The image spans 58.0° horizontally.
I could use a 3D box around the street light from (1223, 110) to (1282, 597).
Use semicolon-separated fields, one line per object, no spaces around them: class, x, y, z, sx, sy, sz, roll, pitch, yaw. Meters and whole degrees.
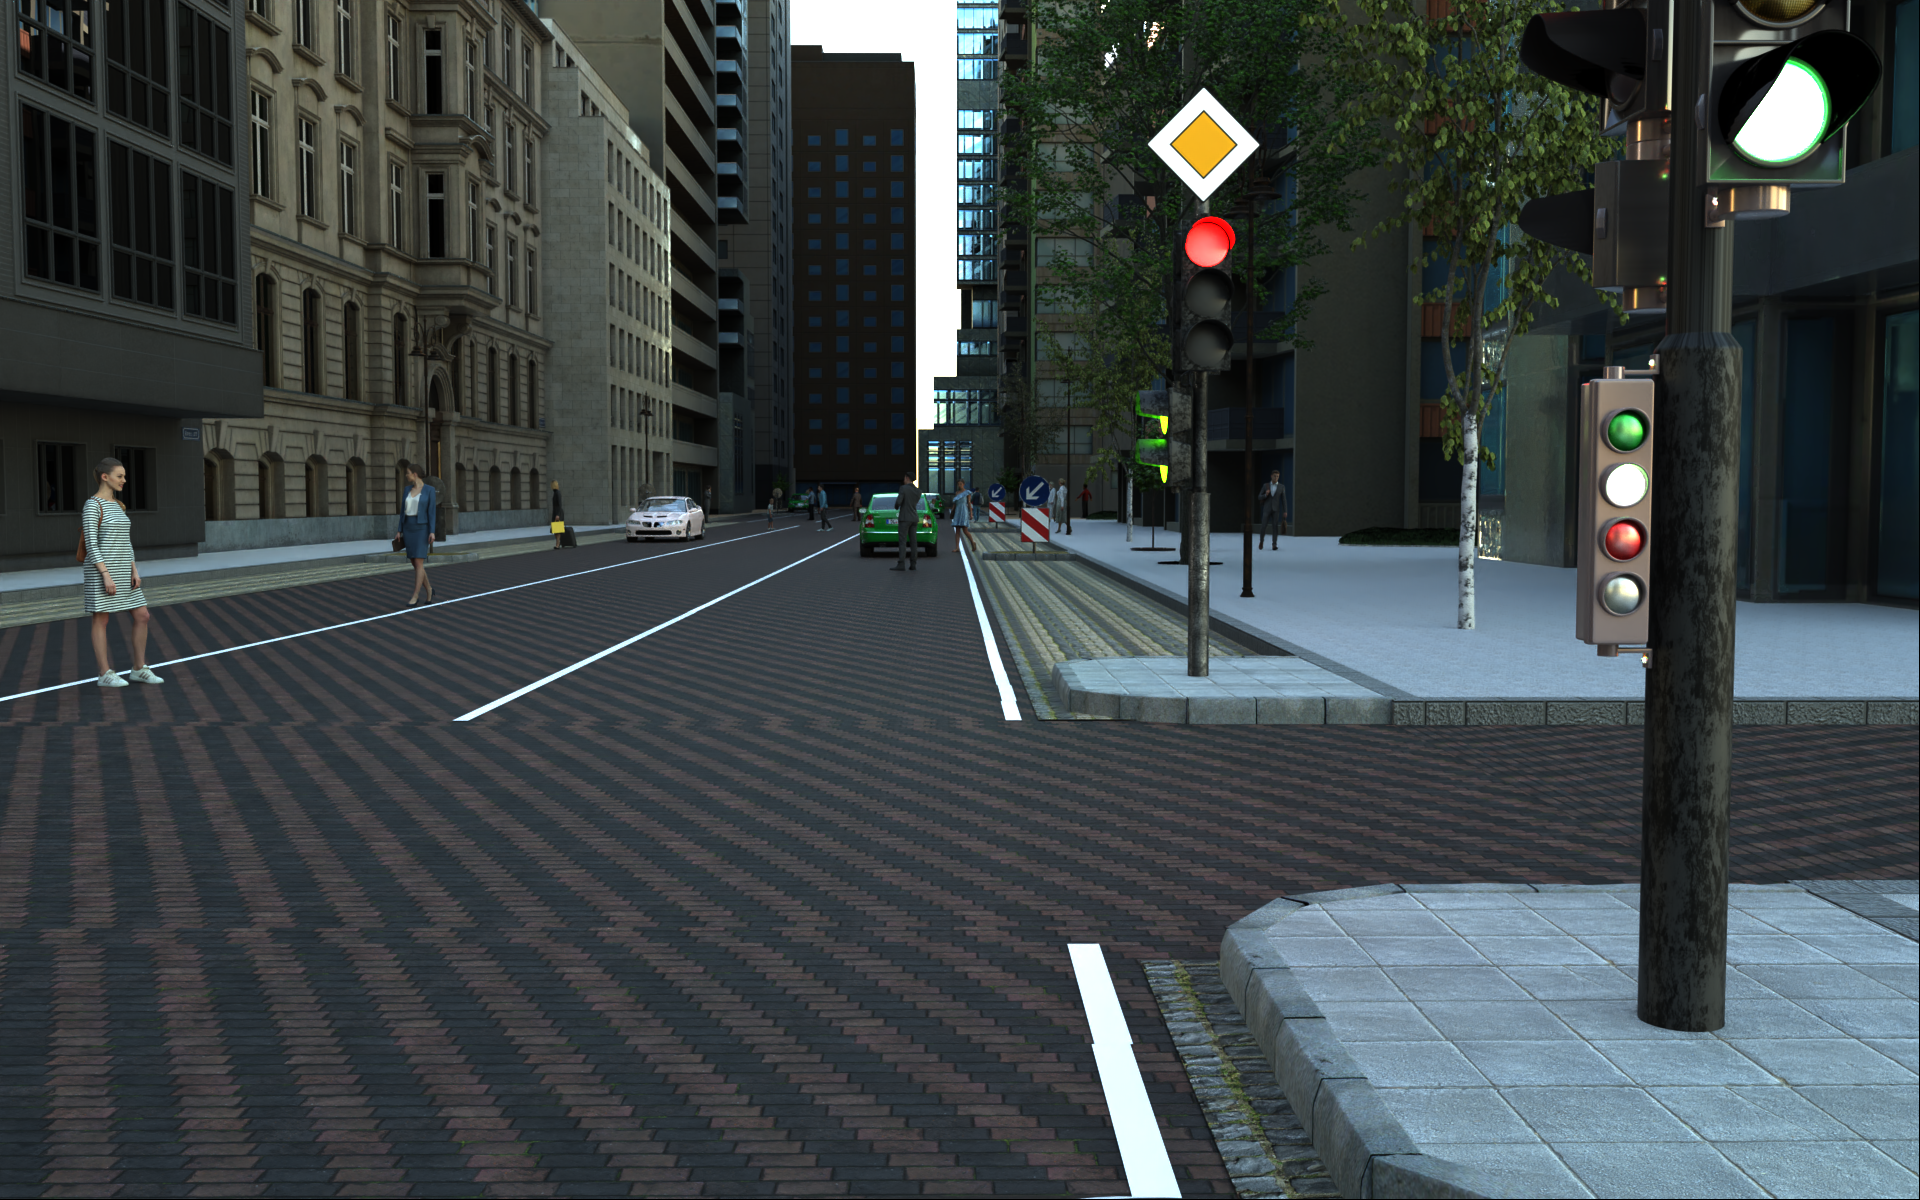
street light;3.583;-2.974;21.418;0.468;5.910;1.993;0;4;0

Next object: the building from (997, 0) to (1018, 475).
building;17.024;-34.239;149.052;28.713;52.752;27.495;0;4;0

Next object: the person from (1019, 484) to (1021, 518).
person;3.360;-5.343;93.394;0.705;1.826;1.348;-1;4;-11

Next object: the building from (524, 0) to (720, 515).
building;-25.678;-28.957;97.154;21.300;48.544;21.600;0;4;0

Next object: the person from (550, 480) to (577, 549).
person;-10.416;-2.242;45.370;0.699;1.804;1.509;1;4;13

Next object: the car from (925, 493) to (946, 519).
car;-1.822;-5.735;102.563;1.959;1.807;4.718;0;4;-1

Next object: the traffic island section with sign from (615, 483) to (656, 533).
traffic island section with sign;-11.566;-3.381;63.904;1.989;1.847;2.006;0;4;0

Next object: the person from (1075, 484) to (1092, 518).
person;6.556;-5.204;91.091;0.705;1.831;1.348;3;5;42

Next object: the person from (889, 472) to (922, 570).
person;-1.045;-1.490;32.668;0.655;1.846;0.447;-3;5;-44

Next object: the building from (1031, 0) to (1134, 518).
building;11.047;-25.454;99.764;14.154;41.232;14.086;0;4;0

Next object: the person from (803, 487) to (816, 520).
person;-8.191;-5.294;95.040;0.705;1.826;1.348;1;4;22

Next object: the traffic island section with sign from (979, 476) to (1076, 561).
traffic island section with sign;1.487;-1.786;37.824;1.989;1.847;2.006;0;4;0

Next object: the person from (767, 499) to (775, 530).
person;-7.538;-3.421;69.125;0.332;1.250;0.352;-3;5;-43

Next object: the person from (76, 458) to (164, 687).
person;-6.324;-0.208;12.909;0.522;1.701;0.512;0;4;6

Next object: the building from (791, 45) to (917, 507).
building;-11.585;-32.194;176.483;14.200;45.320;14.600;0;4;0

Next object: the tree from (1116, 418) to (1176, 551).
tree;4.400;-2.727;39.193;1.663;3.219;1.824;0;3;0

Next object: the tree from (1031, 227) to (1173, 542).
tree;4.378;-5.890;46.657;4.737;8.622;4.395;0;3;0

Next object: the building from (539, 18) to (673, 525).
building;-19.579;-13.674;78.324;10.420;20.320;16.860;0;4;0

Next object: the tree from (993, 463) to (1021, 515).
tree;2.942;-6.847;106.550;1.663;3.219;1.824;0;3;0

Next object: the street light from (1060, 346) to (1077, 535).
street light;3.410;-4.986;54.309;0.468;5.910;1.993;0;4;0

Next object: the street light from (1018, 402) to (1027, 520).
street light;3.117;-6.970;86.754;0.468;5.910;1.993;0;4;0

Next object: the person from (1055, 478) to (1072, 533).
person;3.388;-3.078;56.595;0.641;1.798;0.478;3;5;40

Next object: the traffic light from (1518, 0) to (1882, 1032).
traffic light;-0.359;-1.792;3.973;4.771;5.953;1.251;0;4;0

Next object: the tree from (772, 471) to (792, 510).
tree;-14.851;-9.070;142.896;1.663;3.219;1.824;0;3;0

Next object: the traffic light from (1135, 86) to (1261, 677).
traffic light;1.663;-1.419;12.117;0.839;4.253;0.868;0;4;0

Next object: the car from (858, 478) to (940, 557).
car;-1.444;-1.971;41.024;1.959;1.807;4.718;0;4;-2

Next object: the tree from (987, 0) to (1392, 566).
tree;4.046;-6.454;31.278;9.928;11.665;9.643;0;3;0

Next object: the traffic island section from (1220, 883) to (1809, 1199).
traffic island section;1.772;1.103;4.247;2.009;0.180;2.903;0;4;0

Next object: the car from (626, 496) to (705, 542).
car;-9.019;-2.503;53.289;2.083;1.381;4.827;0;4;0

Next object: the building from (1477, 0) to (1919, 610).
building;23.262;-24.713;23.673;30.456;49.044;23.786;0;4;0

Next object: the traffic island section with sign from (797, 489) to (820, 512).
traffic island section with sign;-12.231;-8.120;141.391;1.989;1.847;2.006;0;4;0

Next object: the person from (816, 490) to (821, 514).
person;-9.903;-6.943;122.804;0.721;1.735;1.217;0;4;-2

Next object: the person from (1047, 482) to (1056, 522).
person;4.120;-4.377;77.485;0.514;1.842;0.818;3;4;38

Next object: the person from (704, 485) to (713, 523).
person;-12.200;-4.632;84.032;0.447;1.846;0.655;-1;4;-16

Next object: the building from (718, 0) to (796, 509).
building;-25.834;-43.665;152.178;20.611;71.187;20.563;0;4;0

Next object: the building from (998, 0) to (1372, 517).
building;13.950;-28.533;121.140;22.147;44.769;28.867;0;4;0

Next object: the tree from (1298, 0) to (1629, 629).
tree;5.062;-4.032;16.292;4.737;8.622;4.395;0;3;0

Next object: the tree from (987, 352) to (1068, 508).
tree;3.629;-8.589;90.797;4.360;8.622;3.978;0;3;0

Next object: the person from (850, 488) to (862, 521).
person;-5.545;-5.079;92.098;0.434;1.755;0.990;3;5;39

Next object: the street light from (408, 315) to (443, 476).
street light;-13.820;-4.411;44.904;0.468;5.910;1.993;0;4;0

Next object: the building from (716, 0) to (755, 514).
building;-25.678;-49.546;122.748;22.319;86.520;31.000;0;4;0

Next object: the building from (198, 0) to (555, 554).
building;-21.651;-14.272;52.429;14.460;24.649;34.723;0;4;0

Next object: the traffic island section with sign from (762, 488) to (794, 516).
traffic island section with sign;-11.994;-6.452;114.113;1.989;1.847;2.006;0;4;0

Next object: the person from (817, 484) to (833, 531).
person;-5.222;-3.571;66.900;0.620;1.820;0.660;-1;4;-10

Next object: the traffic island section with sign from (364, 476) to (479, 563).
traffic island section with sign;-11.334;-1.719;36.728;1.989;1.847;2.006;0;4;0

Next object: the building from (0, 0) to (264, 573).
building;-20.889;-14.028;22.873;14.314;27.812;24.014;0;4;0

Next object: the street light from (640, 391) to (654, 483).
street light;-14.015;-6.406;77.520;0.468;5.910;1.993;0;4;0

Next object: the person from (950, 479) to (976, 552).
person;0.042;-2.090;42.770;0.616;1.811;0.778;3;5;44

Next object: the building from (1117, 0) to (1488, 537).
building;16.838;-25.069;64.498;22.147;44.769;28.867;0;4;0

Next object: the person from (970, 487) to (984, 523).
person;0.829;-4.658;84.998;0.623;1.781;0.721;-2;4;-35

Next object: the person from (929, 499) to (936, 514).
person;-1.141;-3.490;70.246;0.352;1.250;0.332;0;4;3

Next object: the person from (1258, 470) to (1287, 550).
person;7.160;-2.061;39.697;0.622;1.834;0.822;0;4;-3

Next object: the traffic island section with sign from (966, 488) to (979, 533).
traffic island section with sign;1.249;-3.434;64.778;1.989;1.847;2.006;0;4;0

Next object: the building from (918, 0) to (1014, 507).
building;11.242;-53.053;180.079;31.000;86.520;22.319;0;4;0

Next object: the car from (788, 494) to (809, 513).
car;-12.449;-7.741;135.368;1.959;1.807;4.718;0;4;-1

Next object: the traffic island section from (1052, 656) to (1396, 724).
traffic island section;1.703;0.615;12.232;2.009;0.180;2.903;0;4;0

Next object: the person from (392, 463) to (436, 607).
person;-6.935;-0.841;22.270;0.581;1.822;0.654;2;4;30
